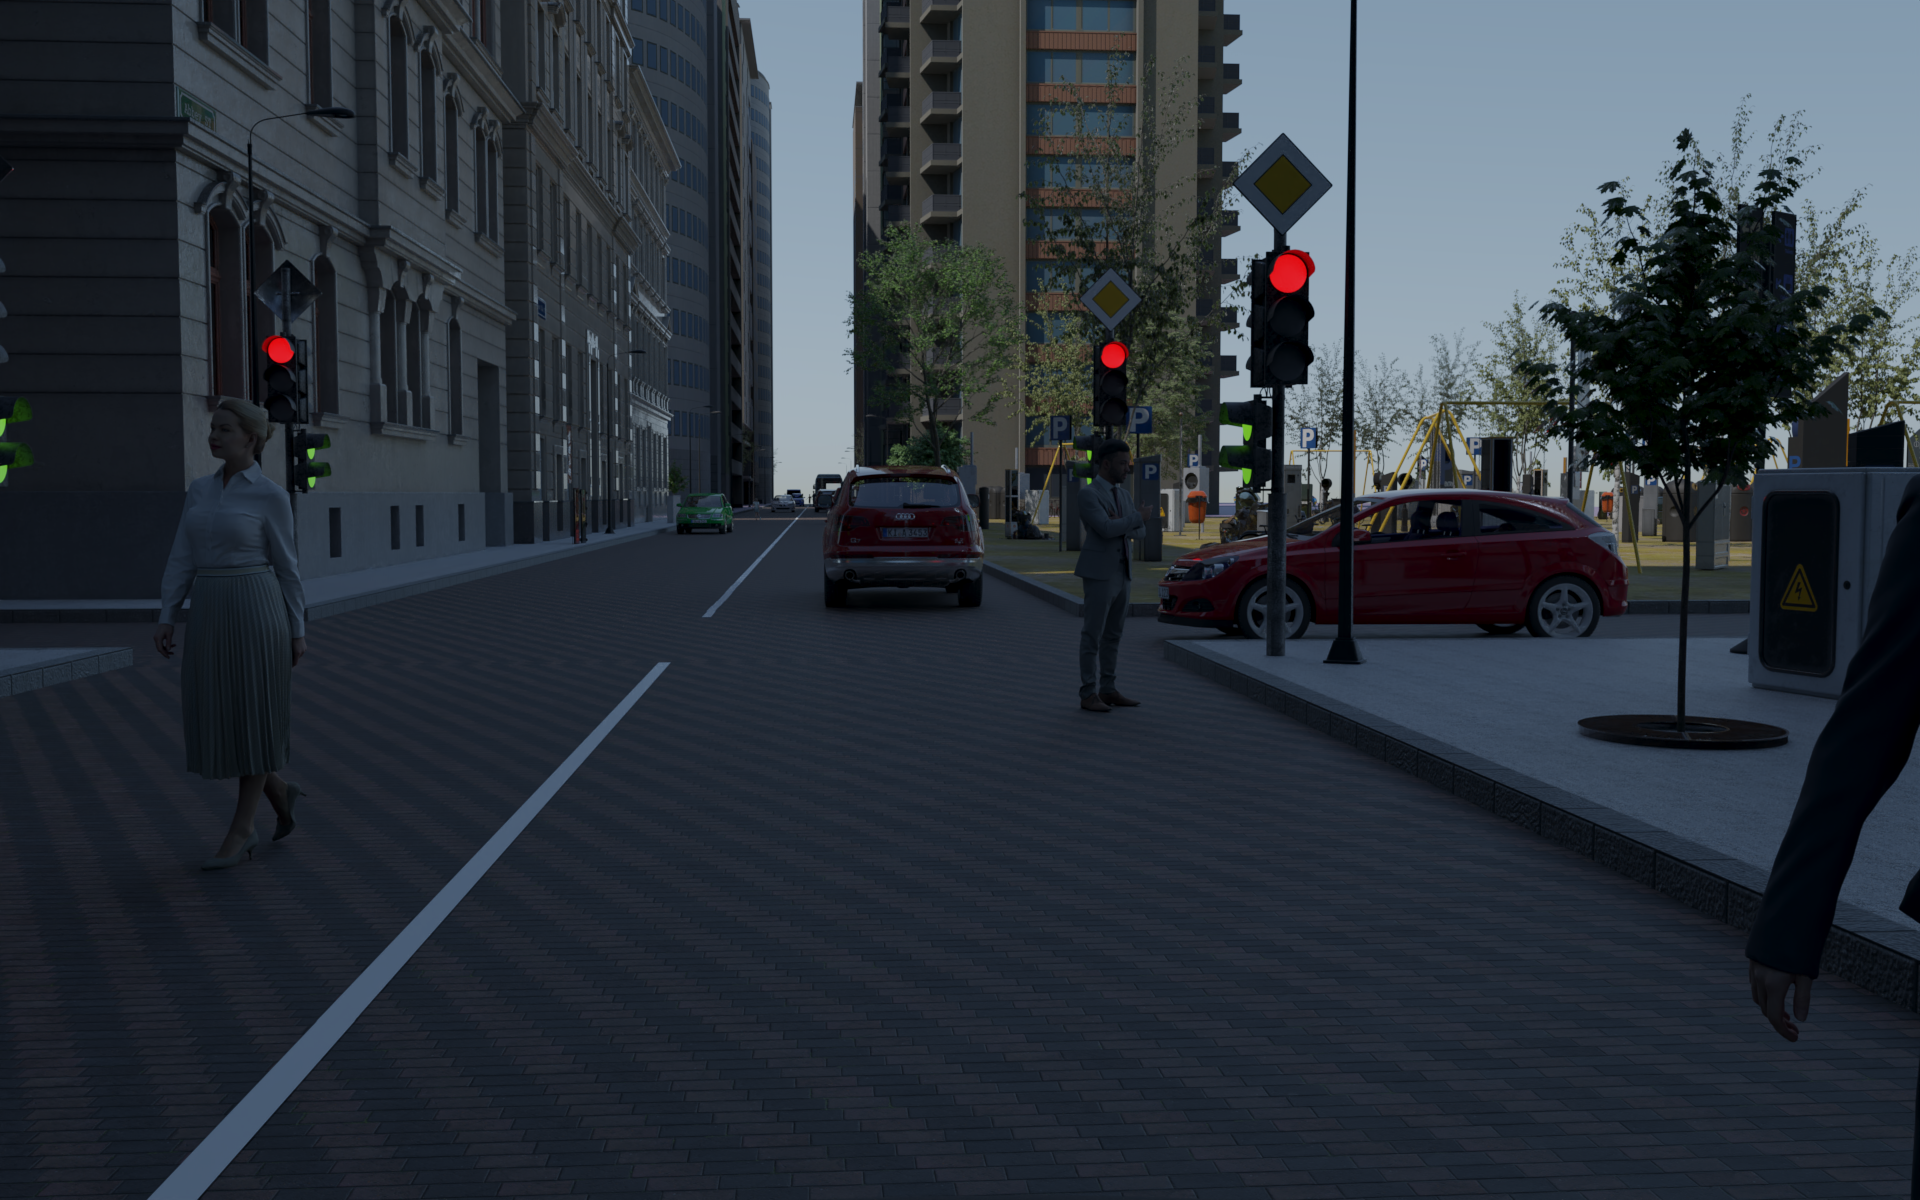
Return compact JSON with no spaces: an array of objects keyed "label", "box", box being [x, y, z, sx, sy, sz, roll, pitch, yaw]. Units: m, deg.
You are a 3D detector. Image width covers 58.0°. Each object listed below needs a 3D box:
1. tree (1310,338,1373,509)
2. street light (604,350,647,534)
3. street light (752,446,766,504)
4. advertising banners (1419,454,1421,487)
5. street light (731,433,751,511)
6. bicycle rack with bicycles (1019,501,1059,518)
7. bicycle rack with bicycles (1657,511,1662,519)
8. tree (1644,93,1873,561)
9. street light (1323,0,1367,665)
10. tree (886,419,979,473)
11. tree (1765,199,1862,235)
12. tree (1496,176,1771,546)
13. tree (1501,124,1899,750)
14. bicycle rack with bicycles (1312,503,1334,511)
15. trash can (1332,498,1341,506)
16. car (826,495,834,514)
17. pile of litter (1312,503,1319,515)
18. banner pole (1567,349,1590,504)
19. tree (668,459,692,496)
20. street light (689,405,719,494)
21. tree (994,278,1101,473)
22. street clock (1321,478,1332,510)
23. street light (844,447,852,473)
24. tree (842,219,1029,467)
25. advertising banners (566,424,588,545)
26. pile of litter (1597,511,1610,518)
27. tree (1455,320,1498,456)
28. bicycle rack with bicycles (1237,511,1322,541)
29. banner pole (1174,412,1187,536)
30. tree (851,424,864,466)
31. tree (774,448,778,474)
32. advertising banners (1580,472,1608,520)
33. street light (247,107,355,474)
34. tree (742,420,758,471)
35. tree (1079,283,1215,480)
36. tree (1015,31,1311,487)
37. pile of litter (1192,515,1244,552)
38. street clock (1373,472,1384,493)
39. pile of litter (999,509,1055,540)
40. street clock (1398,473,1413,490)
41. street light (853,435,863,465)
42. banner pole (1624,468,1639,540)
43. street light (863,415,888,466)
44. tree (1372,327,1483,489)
[{"label":"tree","box":[17.041,-8.043,81.861,4.360,8.622,3.978,0,3,0]},{"label":"street light","box":[-10.784,-5.095,55.840,1.470,5.913,1.316,0,4,-5]},{"label":"street light","box":[-19.849,-11.941,167.770,1.470,5.913,1.316,0,4,-5]},{"label":"advertising banners","box":[18.516,-4.478,69.406,0.090,3.025,2.074,1,4,21]},{"label":"street light","box":[-16.909,-9.766,132.217,1.470,5.913,1.316,0,4,-5]},{"label":"bicycle rack with bicycles","box":[3.933,-4.910,93.662,2.852,0.926,2.925,-2,4,-27]},{"label":"bicycle rack with bicycles","box":[27.868,-3.242,66.390,2.852,0.926,2.925,0,4,-8]},{"label":"tree","box":[14.876,-5.050,32.931,4.360,8.622,3.978,0,3,0]},{"label":"street light","box":[2.391,-2.473,12.973,1.470,5.913,1.316,0,4,-5]},{"label":"tree","box":[-0.897,-5.595,75.191,4.285,4.588,4.351,0,3,0]},{"label":"tree","box":[20.564,-5.637,42.524,4.737,8.622,4.395,0,3,0]},{"label":"tree","box":[15.901,-5.555,41.188,4.737,8.622,4.395,0,3,0]},{"label":"tree","box":[3.842,-0.894,9.223,1.663,3.219,1.824,0,3,0]},{"label":"bicycle rack with bicycles","box":[15.842,-3.644,72.956,2.925,0.926,2.852,-2,4,-33]},{"label":"trash can","box":[12.917,-2.863,58.467,0.748,1.137,0.748,0,3,0]},{"label":"car","box":[-7.970,-6.302,115.399,2.083,1.381,4.827,0,4,-5]},{"label":"pile of litter","box":[20.489,-5.152,98.206,1.719,0.858,1.176,3,4,39]},{"label":"banner pole","box":[8.523,-2.072,23.894,0.401,3.779,0.863,3,5,42]},{"label":"tree","box":[-15.549,-6.141,95.007,1.663,3.219,1.824,0,3,0]},{"label":"street light","box":[-13.587,-7.231,90.772,1.470,5.913,1.316,0,4,-5]},{"label":"tree","box":[3.516,-6.587,58.056,4.737,8.622,4.395,0,3,0]},{"label":"street clock","box":[16.790,-4.575,79.371,0.471,2.002,0.358,3,5,44]},{"label":"street light","box":[-10.603,-12.249,172.805,1.470,5.913,1.316,0,4,-5]},{"label":"tree","box":[-0.968,-8.607,66.473,9.928,11.665,9.643,0,3,0]},{"label":"advertising banners","box":[-9.850,-2.953,44.468,0.090,3.025,2.074,0,4,1]},{"label":"pile of litter","box":[34.324,-4.749,91.616,1.719,0.858,1.176,-3,5,-43]},{"label":"tree","box":[20.833,-6.881,62.865,4.737,8.622,4.395,0,3,0]},{"label":"bicycle rack with bicycles","box":[6.146,-1.046,30.491,2.925,0.926,2.852,0,4,2]},{"label":"banner pole","box":[6.739,-3.841,52.813,0.401,3.779,0.863,0,4,4]},{"label":"tree","box":[-9.335,-14.059,180.231,4.360,8.622,3.978,0,3,0]},{"label":"tree","box":[-28.508,-18.640,255.121,4.360,8.622,3.978,0,3,0]},{"label":"advertising banners","box":[31.542,-5.531,86.626,2.074,3.025,0.090,-1,4,-15]},{"label":"street light","box":[-7.959,-2.958,20.910,1.470,5.913,1.316,0,4,-5]},{"label":"tree","box":[-22.069,-13.481,170.775,4.360,8.622,3.978,0,3,0]},{"label":"tree","box":[10.160,-10.731,93.581,7.486,12.596,7.792,0,3,0]},{"label":"tree","box":[2.793,-4.794,28.739,4.360,8.622,3.978,0,3,0]},{"label":"pile of litter","box":[5.269,-1.313,35.440,1.176,0.858,1.719,2,4,35]},{"label":"street clock","box":[13.987,-3.260,57.875,0.358,2.002,0.471,3,4,36]},{"label":"pile of litter","box":[1.914,-2.154,49.184,1.176,0.858,1.719,-3,5,-39]},{"label":"street clock","box":[15.161,-3.331,59.026,0.471,2.002,0.358,0,4,-3]},{"label":"street light","box":[-7.606,-10.071,137.209,1.470,5.913,1.316,0,4,-5]},{"label":"banner pole","box":[18.869,-3.594,48.779,0.401,3.779,0.863,0,4,-1]},{"label":"street light","box":[-4.801,-7.904,101.768,1.470,5.913,1.316,0,4,-5]},{"label":"tree","box":[21.266,-7.732,76.780,4.360,8.622,3.978,0,3,0]}]
